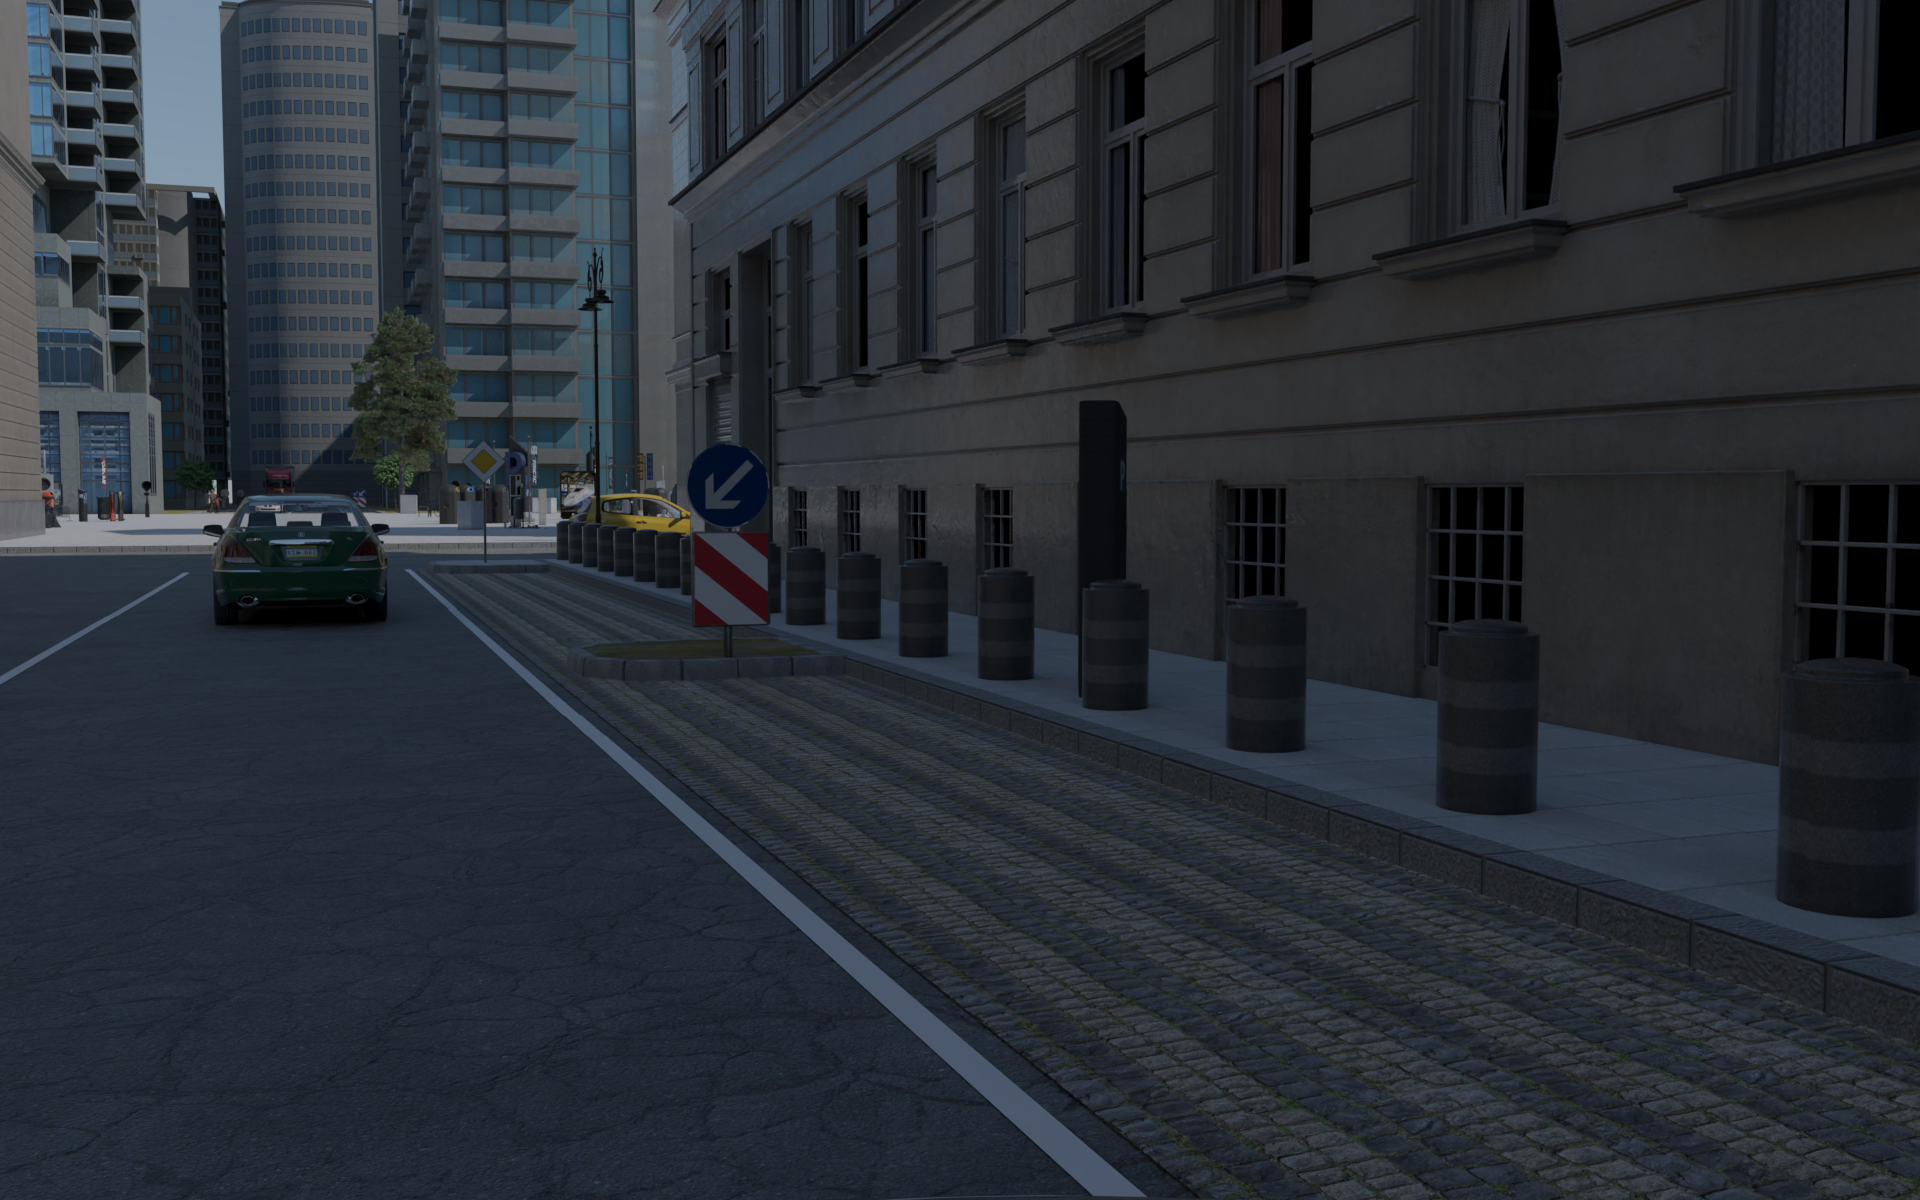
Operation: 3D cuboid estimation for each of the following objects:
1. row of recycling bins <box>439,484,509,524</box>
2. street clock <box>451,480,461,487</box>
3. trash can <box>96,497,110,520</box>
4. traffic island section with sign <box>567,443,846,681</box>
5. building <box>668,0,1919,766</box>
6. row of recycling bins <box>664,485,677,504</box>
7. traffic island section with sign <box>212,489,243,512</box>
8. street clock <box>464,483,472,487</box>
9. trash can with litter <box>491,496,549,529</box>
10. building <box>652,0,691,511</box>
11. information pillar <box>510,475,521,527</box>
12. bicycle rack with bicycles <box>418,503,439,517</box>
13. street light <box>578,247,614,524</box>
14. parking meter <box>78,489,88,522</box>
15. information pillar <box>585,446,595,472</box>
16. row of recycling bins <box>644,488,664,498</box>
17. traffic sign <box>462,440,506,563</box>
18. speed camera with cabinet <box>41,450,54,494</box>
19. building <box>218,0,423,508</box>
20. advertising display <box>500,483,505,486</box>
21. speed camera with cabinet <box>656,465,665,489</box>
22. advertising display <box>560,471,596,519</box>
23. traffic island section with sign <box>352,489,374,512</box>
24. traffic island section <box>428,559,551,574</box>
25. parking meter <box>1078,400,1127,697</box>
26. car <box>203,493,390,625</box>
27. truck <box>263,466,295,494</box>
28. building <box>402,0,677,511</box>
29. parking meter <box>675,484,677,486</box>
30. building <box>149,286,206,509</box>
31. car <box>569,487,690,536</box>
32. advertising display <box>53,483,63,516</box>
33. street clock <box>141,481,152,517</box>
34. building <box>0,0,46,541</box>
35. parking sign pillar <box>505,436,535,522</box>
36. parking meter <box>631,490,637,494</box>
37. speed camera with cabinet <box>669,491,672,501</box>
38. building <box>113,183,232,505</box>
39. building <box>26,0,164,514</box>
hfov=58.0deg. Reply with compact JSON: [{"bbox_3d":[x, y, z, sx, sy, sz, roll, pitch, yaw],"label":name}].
[{"bbox_3d":[-21.073,-4.154,75.037,1.069,1.692,3.534,2,4,34],"label":"row of recycling bins"},{"bbox_3d":[-26.858,-5.366,92.297,0.471,2.002,0.358,0,4,2],"label":"street clock"},{"bbox_3d":[-42.410,-4.537,85.828,0.748,1.137,0.748,0,3,0],"label":"trash can"},{"bbox_3d":[-2.165,-0.341,14.203,1.989,1.847,2.006,-1,4,-20],"label":"traffic island section with sign"},{"bbox_3d":[6.711,-11.462,20.683,16.112,22.955,30.059,-1,4,-20],"label":"building"},{"bbox_3d":[-11.164,-3.899,70.861,1.069,1.692,3.534,0,4,0],"label":"row of recycling bins"},{"bbox_3d":[-57.693,-7.799,136.142,1.989,1.847,2.006,-1,4,-20],"label":"traffic island section with sign"},{"bbox_3d":[-32.287,-6.671,113.638,0.471,2.002,0.358,-2,4,-26],"label":"street clock"},{"bbox_3d":[-16.234,-3.259,64.344,2.233,1.210,1.678,3,4,37],"label":"trash can with litter"},{"bbox_3d":[-6.964,-12.476,54.890,40.483,20.767,10.553,-1,4,-20],"label":"building"},{"bbox_3d":[-16.883,-3.749,65.791,0.304,2.012,0.304,1,4,18],"label":"information pillar"},{"bbox_3d":[-29.061,-5.112,96.969,2.852,0.926,2.925,-2,4,-33],"label":"bicycle rack with bicycles"},{"bbox_3d":[-6.844,-3.661,32.642,0.468,5.910,1.993,-1,4,-20],"label":"street light"},{"bbox_3d":[-40.555,-4.383,80.077,0.372,1.533,0.369,0,3,0],"label":"parking meter"},{"bbox_3d":[-18.062,-5.711,84.731,0.504,3.616,0.183,-3,5,-41],"label":"information pillar"},{"bbox_3d":[-19.742,-6.415,112.002,1.069,1.692,3.534,-1,4,-23],"label":"row of recycling bins"},{"bbox_3d":[-8.874,-1.754,32.317,0.795,2.450,0.064,-1,4,-20],"label":"traffic sign"},{"bbox_3d":[-41.542,-5.064,77.133,2.038,3.252,0.660,-1,4,-23],"label":"speed camera with cabinet"},{"bbox_3d":[-71.692,-40.577,205.432,28.212,58.520,21.231,-1,4,-20],"label":"building"},{"bbox_3d":[-27.269,-6.085,104.699,0.974,1.923,0.123,-1,4,-9],"label":"advertising display"},{"bbox_3d":[-20.763,-7.667,119.691,0.660,3.252,2.038,-1,4,-13],"label":"speed camera with cabinet"},{"bbox_3d":[-10.529,-2.602,47.753,0.974,1.923,0.123,-1,4,-21],"label":"advertising display"},{"bbox_3d":[-48.253,-7.996,139.368,1.989,1.847,2.006,-1,4,-20],"label":"traffic island section with sign"},{"bbox_3d":[-8.855,-0.619,32.402,2.009,0.180,2.903,-1,4,-20],"label":"traffic island section"},{"bbox_3d":[0.907,-0.325,11.023,0.255,1.863,0.399,1,4,14],"label":"parking meter"},{"bbox_3d":[-7.851,-0.537,20.578,2.131,1.459,4.920,-1,4,-22],"label":"car"},{"bbox_3d":[-68.148,-11.300,173.663,2.839,4.237,11.283,-1,4,-20],"label":"truck"},{"bbox_3d":[-34.183,-32.095,144.363,23.786,49.044,30.456,-1,4,-20],"label":"building"},{"bbox_3d":[-13.699,-4.818,84.489,0.399,1.863,0.255,-3,5,-43],"label":"parking meter"},{"bbox_3d":[-85.782,-19.157,158.248,28.899,21.520,27.650,-1,4,-20],"label":"building"},{"bbox_3d":[-7.412,-1.918,41.578,3.980,1.641,2.015,-1,4,-19],"label":"car"},{"bbox_3d":[-52.478,-5.840,100.692,0.974,1.923,0.123,2,4,33],"label":"advertising display"},{"bbox_3d":[-44.572,-5.528,94.946,0.471,2.002,0.358,-3,5,-43],"label":"street clock"},{"bbox_3d":[-38.368,-15.120,44.480,25.104,27.353,12.463,-1,4,-20],"label":"building"},{"bbox_3d":[-20.261,-5.564,79.445,1.447,3.967,1.447,2,4,32],"label":"parking sign pillar"},{"bbox_3d":[-19.247,-5.739,102.248,0.372,1.533,0.369,0,3,0],"label":"parking meter"},{"bbox_3d":[-14.446,-5.881,90.493,0.660,3.252,2.038,-3,5,-39],"label":"speed camera with cabinet"},{"bbox_3d":[-98.639,-31.235,202.574,23.993,40.220,32.217,-1,4,-20],"label":"building"},{"bbox_3d":[-67.639,-49.304,118.787,22.319,86.520,31.000,-1,4,-20],"label":"building"}]
